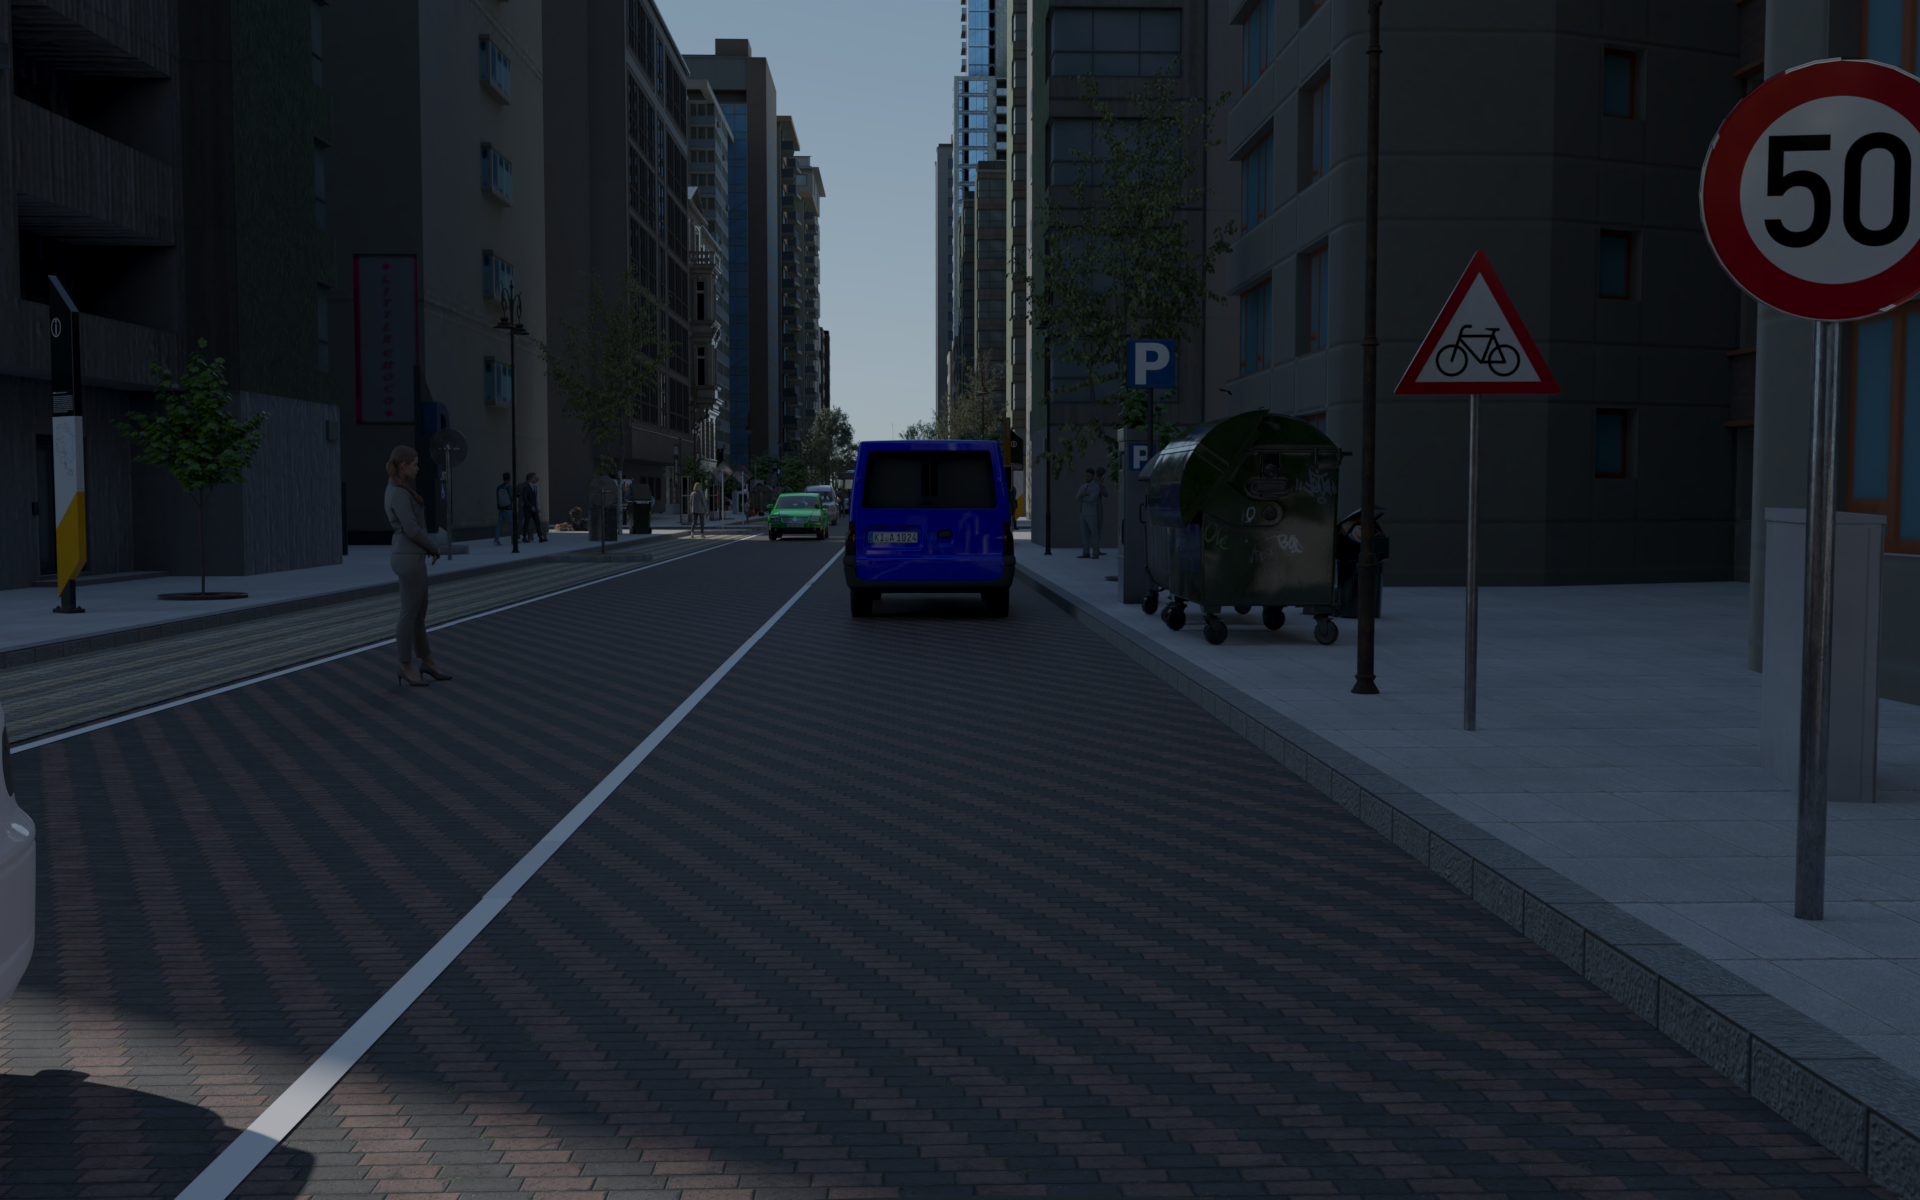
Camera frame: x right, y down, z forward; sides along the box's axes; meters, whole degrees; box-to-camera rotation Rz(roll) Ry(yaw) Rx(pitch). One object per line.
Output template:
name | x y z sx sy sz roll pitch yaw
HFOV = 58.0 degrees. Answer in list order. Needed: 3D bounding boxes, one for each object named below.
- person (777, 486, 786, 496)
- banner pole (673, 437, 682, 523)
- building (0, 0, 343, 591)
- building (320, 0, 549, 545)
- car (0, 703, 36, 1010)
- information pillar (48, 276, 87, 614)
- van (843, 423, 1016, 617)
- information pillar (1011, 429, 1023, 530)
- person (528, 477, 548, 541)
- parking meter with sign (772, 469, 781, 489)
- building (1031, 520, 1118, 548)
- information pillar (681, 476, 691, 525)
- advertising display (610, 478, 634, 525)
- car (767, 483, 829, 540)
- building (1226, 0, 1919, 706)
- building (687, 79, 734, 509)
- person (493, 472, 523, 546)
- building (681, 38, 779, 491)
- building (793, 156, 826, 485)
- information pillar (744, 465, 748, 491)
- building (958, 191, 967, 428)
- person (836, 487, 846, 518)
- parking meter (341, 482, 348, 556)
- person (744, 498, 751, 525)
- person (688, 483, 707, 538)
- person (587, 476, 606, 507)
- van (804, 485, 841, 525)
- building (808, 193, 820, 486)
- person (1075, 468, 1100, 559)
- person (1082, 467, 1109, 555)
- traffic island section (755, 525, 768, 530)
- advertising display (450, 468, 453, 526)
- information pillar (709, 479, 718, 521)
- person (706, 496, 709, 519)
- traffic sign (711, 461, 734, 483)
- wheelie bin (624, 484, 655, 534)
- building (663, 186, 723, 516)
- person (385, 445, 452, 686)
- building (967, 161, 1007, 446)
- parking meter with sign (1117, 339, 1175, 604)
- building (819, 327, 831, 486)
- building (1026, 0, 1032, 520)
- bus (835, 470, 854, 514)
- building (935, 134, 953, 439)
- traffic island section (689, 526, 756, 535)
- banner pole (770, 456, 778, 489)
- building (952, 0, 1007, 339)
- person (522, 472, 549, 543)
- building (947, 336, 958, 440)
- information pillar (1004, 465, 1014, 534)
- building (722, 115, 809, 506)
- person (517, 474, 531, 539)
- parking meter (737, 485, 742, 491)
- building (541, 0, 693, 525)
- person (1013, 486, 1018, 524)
person | -8.357 -4.505 82.399 0.600 1.795 0.529 2 4 31
banner pole | -12.384 -5.264 76.079 0.401 3.779 0.863 1 4 19
building | -18.110 -15.418 23.785 14.160 30.474 14.107 0 4 -2
building | -23.962 -25.822 45.889 21.600 48.544 21.300 0 4 -2
car | -2.984 0.629 2.076 2.083 1.381 4.827 0 4 -2
information pillar | -9.565 -1.664 18.561 0.504 3.616 0.183 3 4 36
van | -0.373 -1.070 21.872 2.240 2.365 5.245 0 4 -1
information pillar | 2.010 -4.309 61.804 0.504 3.616 0.183 1 4 11
person | -11.392 -2.461 46.499 0.641 1.798 0.478 -1 4 -16
parking meter with sign | -12.902 -7.568 120.001 0.543 3.016 1.738 -1 4 -21
building | 8.841 -22.212 46.757 14.154 41.232 14.086 0 4 -2
information pillar | -11.268 -4.086 71.305 0.304 2.012 0.304 1 4 12
advertising display | -13.878 -4.031 71.115 0.974 1.923 0.123 0 4 5
car | -5.147 -2.852 55.429 1.959 1.807 4.718 0 4 -2
building | 19.338 -10.595 18.274 27.650 21.520 28.899 0 4 -2
building | -33.713 -28.370 155.724 32.217 40.220 23.993 0 4 -2
person | -11.251 -2.253 42.860 0.713 1.824 0.794 -3 5 -41
building | -25.829 -32.098 174.920 14.600 45.320 14.200 0 4 -2
building | -35.828 -41.769 272.157 28.713 52.752 27.495 0 4 -2
information pillar | -17.508 -9.184 141.515 0.183 3.616 0.504 -3 4 -37
building | 7.072 -24.205 167.456 14.160 30.474 14.107 0 4 -2
person | -7.227 -5.893 104.820 0.622 1.834 0.822 0 4 -8
parking meter | -12.995 -1.698 36.178 0.372 1.533 0.369 0 3 0
person | -9.854 -4.109 80.373 0.352 1.250 0.332 0 4 4
person | -8.599 -2.916 56.355 0.709 1.800 0.728 1 4 22
person | -10.395 -2.653 49.601 0.590 1.801 0.661 0 4 -1
van | -6.536 -4.483 80.304 2.013 2.044 4.112 0 4 -3
building | -31.235 -36.073 244.417 22.147 44.769 28.867 0 4 -2
person | 2.520 -1.726 34.436 0.511 1.800 0.466 3 4 36
person | 2.853 -1.868 36.384 0.447 1.846 0.655 -3 5 -42
traffic island section | -8.763 -2.898 69.670 2.009 0.180 2.903 0 4 -2
advertising display | -11.499 -2.039 38.556 0.123 1.923 0.974 -2 4 -32
information pillar | -11.868 -4.821 83.320 0.304 2.012 0.304 2 4 33
person | -12.902 -5.102 89.694 0.641 1.798 0.478 -1 4 -19
traffic sign | -8.457 -3.635 61.623 0.795 2.593 0.064 0 4 -2
wheelie bin | -10.295 -2.907 55.446 0.980 1.594 0.693 -2 4 -31
building | -22.866 -17.949 112.547 14.460 24.649 34.723 0 4 -2
person | -4.034 -0.258 12.998 0.573 1.790 0.520 -3 4 -38
building | 8.217 -23.323 153.024 14.160 30.474 14.107 0 4 -2
parking meter with sign | 2.133 -1.479 20.445 0.543 3.016 1.738 0 4 -1
building | -29.258 -31.935 293.845 14.160 30.474 14.107 0 4 -2
building | 14.036 -28.109 83.287 21.600 48.544 21.300 0 4 -2
bus | -7.531 -8.180 128.603 2.948 3.499 13.247 0 4 -1
building | 6.379 -45.751 290.031 21.231 58.520 28.212 0 4 -2
traffic island section | -8.480 -2.410 61.690 2.009 0.180 2.903 0 4 -2
banner pole | -12.397 -7.649 115.081 0.863 3.779 0.401 2 4 35
building | 7.871 -57.862 258.714 22.319 86.520 31.000 0 4 -2
person | -11.218 -2.432 45.587 0.755 1.850 0.659 2 4 25
building | 12.718 -21.982 204.449 27.650 21.520 28.899 0 4 -2
information pillar | 1.212 -2.442 44.412 0.304 2.012 0.304 0 4 6
building | -29.435 -33.131 196.316 22.147 44.769 28.867 0 4 -2
person | -12.450 -2.670 49.499 0.655 1.846 0.447 -1 4 -16
parking meter | -14.450 -6.619 113.938 0.399 1.863 0.255 -2 4 -25
building | -21.351 -17.710 83.059 14.314 27.812 24.014 0 4 -2
person | 1.240 -2.372 45.186 0.532 1.782 0.716 2 4 28
